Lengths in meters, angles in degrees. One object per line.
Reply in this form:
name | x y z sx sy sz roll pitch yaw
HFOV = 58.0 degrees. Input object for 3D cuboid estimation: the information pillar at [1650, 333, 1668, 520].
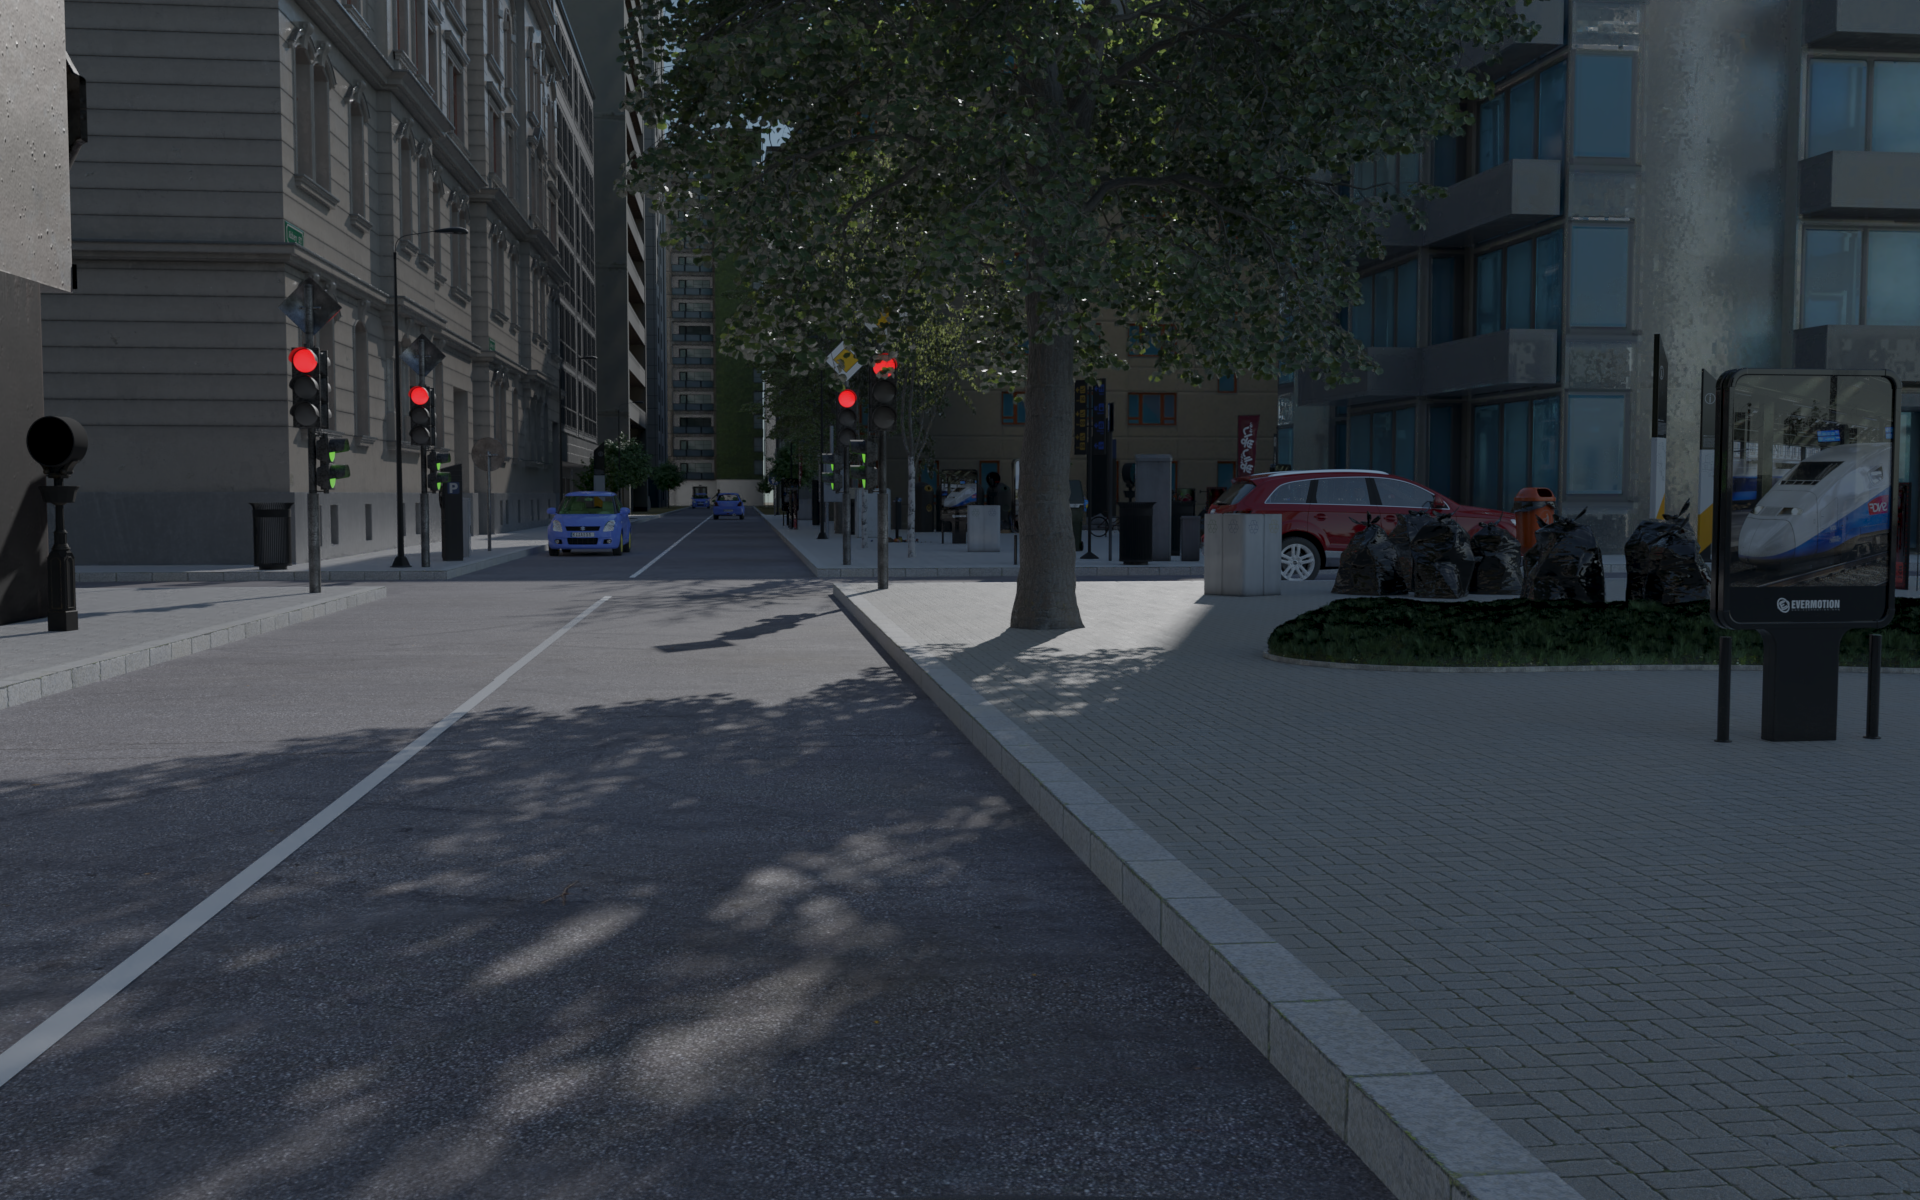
information pillar | 10.292 -2.090 25.531 0.183 3.616 0.504 3 4 37

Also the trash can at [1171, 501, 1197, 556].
trash can | 4.549 -1.494 36.075 0.748 1.137 0.748 0 3 0

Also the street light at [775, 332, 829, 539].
street light | -4.446 -4.673 48.951 1.470 5.913 1.316 0 4 -7

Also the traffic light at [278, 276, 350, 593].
traffic light | -8.362 -2.047 22.393 0.839 4.253 0.868 0 4 -7

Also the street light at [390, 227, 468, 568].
street light | -9.252 -3.528 30.220 1.470 5.913 1.316 0 4 -7

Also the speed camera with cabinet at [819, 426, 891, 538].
speed camera with cabinet | -3.081 -3.441 50.604 2.038 3.252 0.660 -1 4 -11

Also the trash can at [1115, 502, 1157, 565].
trash can | 3.192 -1.210 31.436 0.748 1.137 0.748 0 3 0

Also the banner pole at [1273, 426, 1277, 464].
banner pole | 11.529 -4.479 63.242 0.401 3.779 0.863 2 4 24

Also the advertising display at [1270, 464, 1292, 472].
advertising display | 6.887 -1.958 37.233 0.123 1.923 0.974 2 4 32

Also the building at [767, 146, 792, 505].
building | -15.333 -31.446 197.740 14.086 41.232 14.154 0 4 -7

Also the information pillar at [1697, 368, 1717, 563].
information pillar | 14.048 -2.509 32.373 0.504 3.616 0.183 0 4 -4

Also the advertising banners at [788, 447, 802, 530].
advertising banners | -5.942 -4.056 62.500 0.090 3.025 2.074 -1 4 -18

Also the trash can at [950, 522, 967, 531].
trash can | -0.038 -2.818 57.721 0.748 1.137 0.748 0 3 0

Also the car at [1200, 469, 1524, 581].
car | 6.507 -1.154 27.542 5.304 1.827 2.281 0 4 -6

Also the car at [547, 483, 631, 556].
car | -8.817 -1.941 41.326 1.945 1.707 3.694 0 4 -6

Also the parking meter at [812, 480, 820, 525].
parking meter | -5.909 -3.998 71.071 0.255 1.863 0.399 1 4 9

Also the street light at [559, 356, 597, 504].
street light | -12.898 -5.248 58.342 1.470 5.913 1.316 0 4 -7

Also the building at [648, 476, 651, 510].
building | -41.187 -27.155 135.872 32.217 40.220 23.993 0 4 -7

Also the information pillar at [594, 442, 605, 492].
information pillar | -16.040 -5.245 77.106 0.504 3.616 0.183 0 4 0

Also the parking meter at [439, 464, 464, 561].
parking meter | -9.756 -1.681 33.200 0.399 1.863 0.255 -2 4 -33

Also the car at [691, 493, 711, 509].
car | -25.614 -9.892 171.331 1.945 1.707 3.694 0 4 -7

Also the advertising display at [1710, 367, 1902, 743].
advertising display | 4.375 -0.230 8.978 0.974 1.923 0.123 -1 4 -9

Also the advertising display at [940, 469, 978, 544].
advertising display | -0.018 -2.414 44.689 0.974 1.923 0.123 0 4 4

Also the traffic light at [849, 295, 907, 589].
traffic light | -1.062 -2.105 23.334 0.839 4.253 0.868 0 4 -7

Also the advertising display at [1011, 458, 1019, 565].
advertising display | 1.391 -1.611 31.547 0.974 1.923 0.123 -2 4 -25

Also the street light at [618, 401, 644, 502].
street light | -16.492 -6.978 86.629 1.470 5.913 1.316 0 4 -7

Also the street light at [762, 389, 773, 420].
street light | -8.044 -6.389 77.005 1.470 5.913 1.316 0 4 -7

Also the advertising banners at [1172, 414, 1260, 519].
advertising banners | 5.710 -2.599 38.676 2.074 3.025 0.090 2 4 32

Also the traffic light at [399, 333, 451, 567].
traffic light | -9.370 -2.532 30.314 0.839 4.253 0.868 0 4 -7

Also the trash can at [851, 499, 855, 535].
trash can | -3.246 -2.629 54.631 0.748 1.137 0.748 0 3 0

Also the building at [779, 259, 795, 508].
building | -0.007 -17.952 138.556 27.650 21.520 28.899 0 4 -7

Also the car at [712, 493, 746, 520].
car | -13.107 -5.422 98.236 1.945 1.707 3.694 0 4 -6

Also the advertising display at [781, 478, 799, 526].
advertising display | -6.903 -3.986 70.377 0.123 1.923 0.974 2 4 34

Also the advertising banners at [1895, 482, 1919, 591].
advertising banners | 12.668 -1.659 23.320 0.090 3.025 2.074 0 4 2

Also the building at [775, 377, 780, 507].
building | -3.761 -19.731 167.637 27.650 21.520 28.899 0 4 -7

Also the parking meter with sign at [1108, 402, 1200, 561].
parking meter with sign | 3.703 -2.251 33.071 1.738 3.016 0.543 0 4 2

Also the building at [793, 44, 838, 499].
building | -4.075 -21.028 115.504 14.160 30.474 14.107 0 4 -7

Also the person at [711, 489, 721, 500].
person | -20.944 -8.697 150.321 1.348 1.869 0.705 1 4 20

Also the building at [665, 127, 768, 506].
building | -29.324 -31.347 196.109 14.086 41.232 14.154 0 4 -7

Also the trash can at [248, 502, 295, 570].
trash can | -11.697 -1.089 29.459 0.748 1.137 0.748 0 3 0

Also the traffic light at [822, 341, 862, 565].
traffic light | -2.069 -2.589 31.256 0.839 4.253 0.868 0 4 -7
